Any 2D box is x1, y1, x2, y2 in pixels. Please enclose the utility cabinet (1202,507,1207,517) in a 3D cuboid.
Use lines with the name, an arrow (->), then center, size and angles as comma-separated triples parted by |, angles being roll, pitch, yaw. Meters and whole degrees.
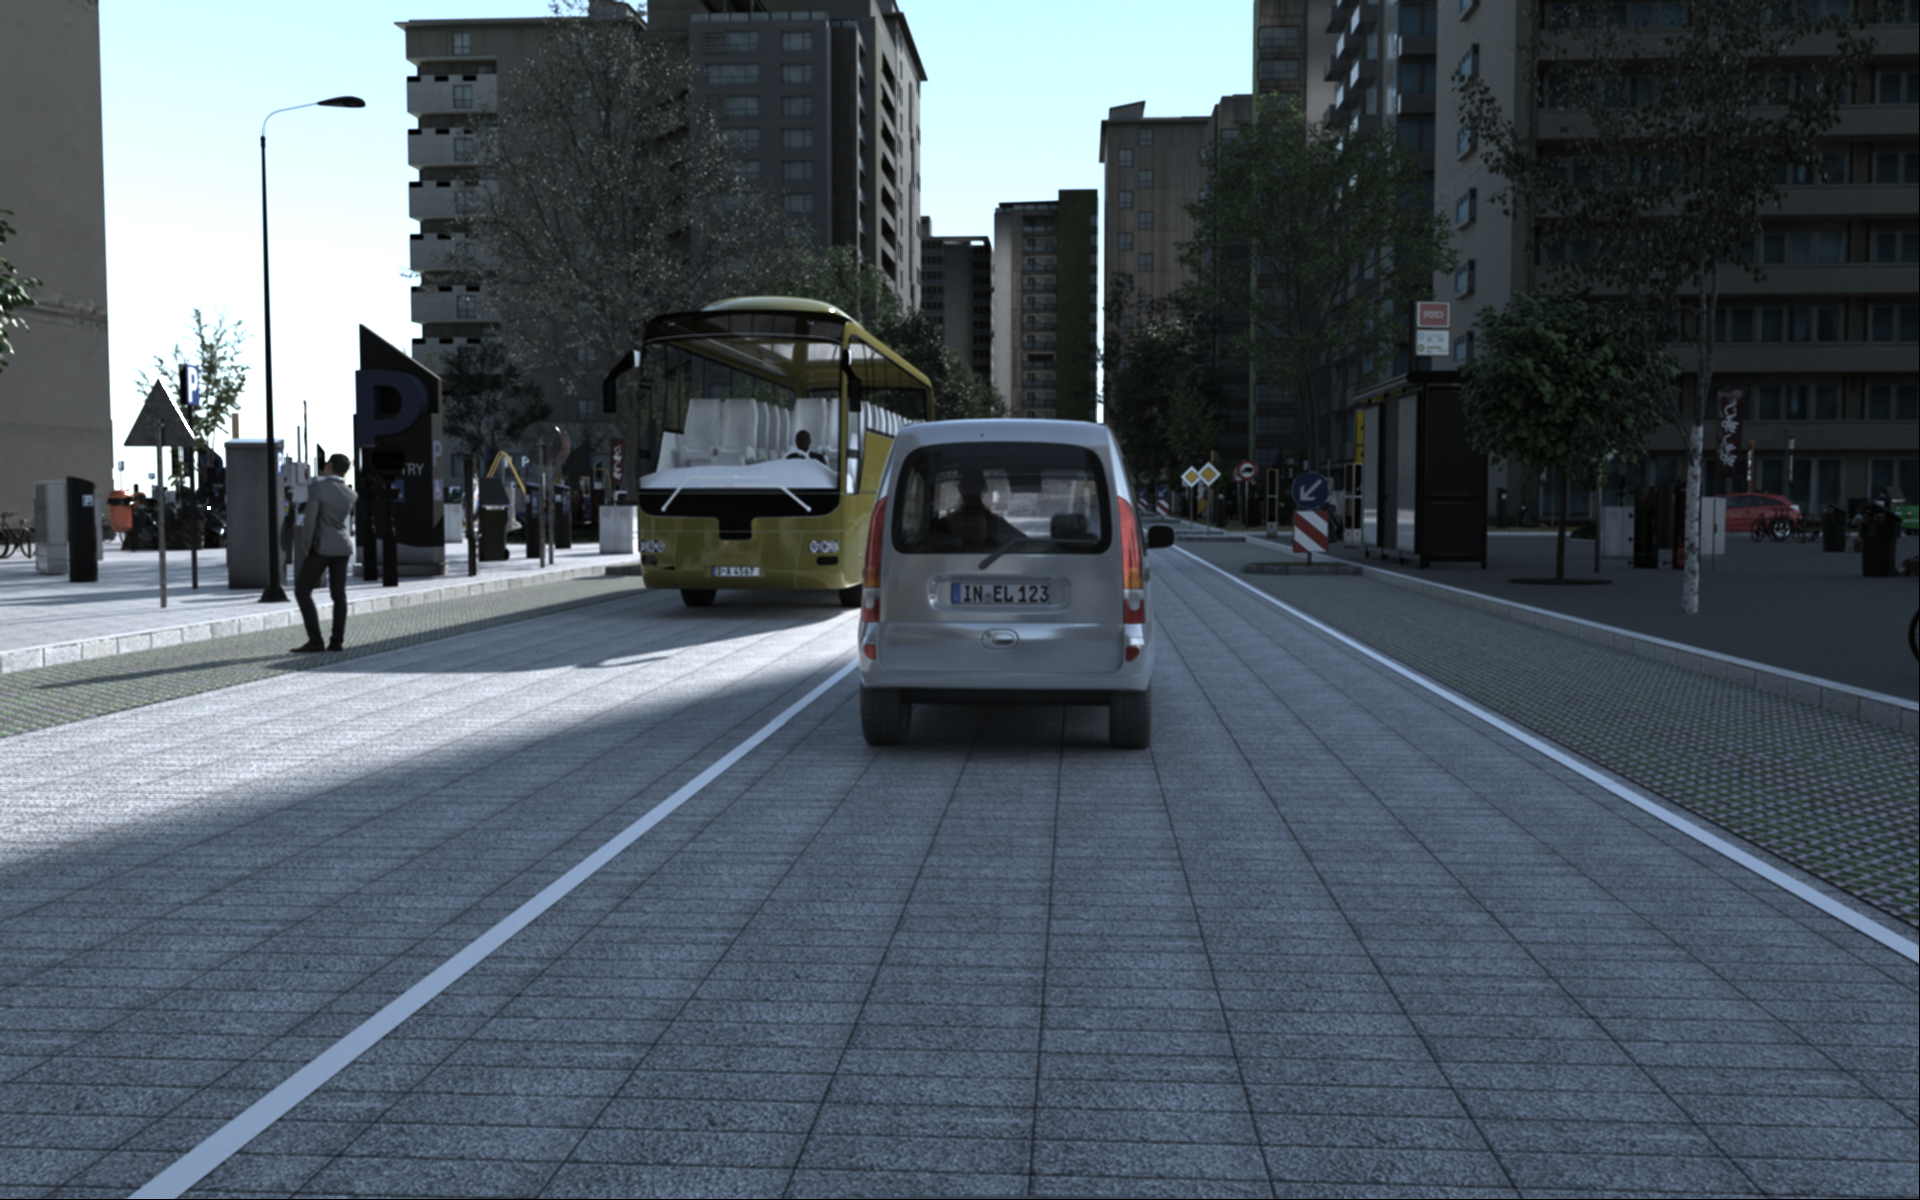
utility cabinet -> 13.806, -5.269, 94.820 | 1.173, 1.500, 0.318 | -1, 4, -9

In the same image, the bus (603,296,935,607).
bus -> -2.123, -2.065, 25.305 | 2.896, 3.916, 12.252 | 0, 4, 4

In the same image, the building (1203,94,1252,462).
building -> 34.899, -33.311, 194.744 | 14.600, 45.320, 14.200 | 0, 4, 4

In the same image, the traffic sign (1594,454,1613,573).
traffic sign -> 10.427, -1.722, 28.267 | 0.768, 2.556, 0.104 | 0, 4, 7

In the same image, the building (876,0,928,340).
building -> -18.427, -36.830, 191.409 | 27.495, 52.752, 28.713 | 0, 4, 4

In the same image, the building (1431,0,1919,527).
building -> 32.621, -27.685, 76.348 | 21.600, 48.544, 21.300 | 0, 4, 4

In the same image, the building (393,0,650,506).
building -> -45.850, -36.951, 193.391 | 27.495, 52.752, 28.713 | 0, 4, 4

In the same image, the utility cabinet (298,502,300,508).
utility cabinet -> -48.946, -7.131, 127.760 | 0.306, 1.237, 1.020 | -3, 4, -37

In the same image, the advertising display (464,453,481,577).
advertising display -> -7.687, -1.353, 27.334 | 0.123, 1.923, 0.974 | -1, 4, -9

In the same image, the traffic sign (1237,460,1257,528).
traffic sign -> 10.737, -3.959, 64.837 | 0.768, 2.556, 0.104 | 0, 4, 4

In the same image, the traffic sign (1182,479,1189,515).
traffic sign -> 12.702, -5.785, 96.717 | 0.606, 2.300, 0.079 | 1, 4, 14

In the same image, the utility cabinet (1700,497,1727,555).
utility cabinet -> 15.848, -1.572, 36.858 | 1.020, 1.237, 0.306 | -2, 4, -29

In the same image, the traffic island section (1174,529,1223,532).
traffic island section -> 8.180, -2.375, 61.116 | 2.009, 0.180, 2.903 | 0, 4, 4

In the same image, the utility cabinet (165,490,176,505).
utility cabinet -> -44.384, -5.421, 97.311 | 0.318, 1.500, 1.173 | -3, 4, -37

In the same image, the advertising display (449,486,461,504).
advertising display -> -40.191, -8.113, 137.855 | 0.974, 1.923, 0.123 | 0, 4, -3

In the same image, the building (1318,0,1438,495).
building -> 37.134, -30.509, 118.436 | 23.786, 49.044, 30.456 | 0, 4, 4

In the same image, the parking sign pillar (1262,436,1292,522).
parking sign pillar -> 14.721, -5.626, 80.463 | 1.447, 3.967, 1.447 | 1, 4, 9

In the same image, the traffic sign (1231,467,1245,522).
traffic sign -> 12.838, -4.870, 79.727 | 0.768, 2.556, 0.104 | 0, 4, 7

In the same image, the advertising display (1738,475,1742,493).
advertising display -> 26.853, -3.329, 59.651 | 0.123, 1.923, 0.974 | 2, 4, 25

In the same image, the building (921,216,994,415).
building -> -6.935, -33.810, 244.670 | 23.993, 40.220, 32.217 | 0, 4, 4

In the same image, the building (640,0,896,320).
building -> -17.663, -32.944, 162.337 | 21.300, 48.544, 21.600 | 0, 4, 4

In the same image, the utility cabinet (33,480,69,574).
utility cabinet -> -14.577, -1.166, 27.739 | 0.318, 1.500, 1.173 | -3, 4, -36

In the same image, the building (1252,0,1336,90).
building -> 30.869, -28.083, 142.745 | 14.154, 41.232, 14.086 | 0, 4, 4

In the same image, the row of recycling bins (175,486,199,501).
row of recycling bins -> -38.009, -4.953, 88.093 | 3.534, 1.692, 1.069 | -1, 4, -14

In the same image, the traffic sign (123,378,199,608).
traffic sign -> -8.992, -1.191, 19.484 | 0.884, 2.594, 0.081 | 0, 4, 6

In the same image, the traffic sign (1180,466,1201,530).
traffic sign -> 8.156, -3.511, 61.040 | 0.795, 2.450, 0.064 | 0, 4, 4

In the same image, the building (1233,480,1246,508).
building -> 42.168, -28.705, 161.204 | 32.217, 40.220, 23.993 | 0, 4, 4

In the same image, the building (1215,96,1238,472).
building -> 33.643, -30.410, 180.805 | 14.154, 41.232, 14.086 | 0, 4, 4

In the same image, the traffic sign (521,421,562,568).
traffic sign -> -7.287, -1.838, 30.157 | 0.768, 2.556, 0.104 | 1, 4, 12

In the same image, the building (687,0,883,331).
building -> -14.168, -28.188, 144.470 | 14.154, 41.232, 14.086 | 0, 4, 4

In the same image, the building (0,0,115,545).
building -> -34.994, -25.302, 37.387 | 21.600, 48.544, 21.300 | 0, 4, 4

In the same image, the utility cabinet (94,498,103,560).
utility cabinet -> -16.973, -1.394, 33.956 | 0.306, 1.237, 1.020 | -2, 4, -27

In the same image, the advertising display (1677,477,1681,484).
advertising display -> 26.762, -3.628, 64.537 | 0.123, 1.923, 0.974 | 2, 4, 24

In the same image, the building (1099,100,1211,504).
building -> 33.048, -39.798, 239.938 | 27.495, 52.752, 28.713 | 0, 4, 4

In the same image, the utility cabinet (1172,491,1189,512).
utility cabinet -> 15.162, -6.763, 119.259 | 1.173, 1.500, 0.318 | -1, 4, -23

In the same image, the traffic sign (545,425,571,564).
traffic sign -> -7.476, -1.926, 31.598 | 0.768, 2.556, 0.104 | 0, 4, 4

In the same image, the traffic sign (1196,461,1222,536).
traffic sign -> 7.608, -3.023, 53.074 | 0.795, 2.450, 0.064 | 0, 4, 4

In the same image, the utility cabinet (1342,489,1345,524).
utility cabinet -> 16.376, -3.935, 73.017 | 0.318, 1.500, 1.173 | 2, 4, 24

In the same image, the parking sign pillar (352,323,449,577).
parking sign pillar -> -8.828, -2.370, 27.227 | 1.447, 3.967, 1.447 | 0, 4, 8

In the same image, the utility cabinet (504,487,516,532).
utility cabinet -> -14.672, -2.819, 54.772 | 1.173, 1.500, 0.318 | 1, 4, 9

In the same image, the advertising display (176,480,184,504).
advertising display -> -37.086, -4.718, 82.349 | 0.123, 1.923, 0.974 | -1, 4, -10

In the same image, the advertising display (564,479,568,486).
advertising display -> -16.855, -4.217, 74.164 | 0.123, 1.923, 0.974 | -1, 4, -14

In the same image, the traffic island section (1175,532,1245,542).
traffic island section -> 7.632, -1.888, 53.150 | 2.009, 0.180, 2.903 | 0, 4, 4

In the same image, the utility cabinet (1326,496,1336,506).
utility cabinet -> 14.478, -3.543, 69.095 | 1.020, 1.237, 0.306 | -1, 4, -23

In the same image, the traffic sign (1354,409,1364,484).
traffic sign -> 10.569, -2.907, 41.409 | 2.265, 3.308, 0.079 | 0, 4, 8

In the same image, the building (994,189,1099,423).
building -> 11.641, -33.706, 234.682 | 14.086, 41.232, 14.154 | 0, 4, 4

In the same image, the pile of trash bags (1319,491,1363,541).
pile of trash bags -> 11.012, -2.404, 49.055 | 1.912, 1.369, 3.447 | 1, 4, 23

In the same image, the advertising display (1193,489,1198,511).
advertising display -> 15.946, -6.724, 115.156 | 0.974, 1.923, 0.123 | 0, 4, -7
